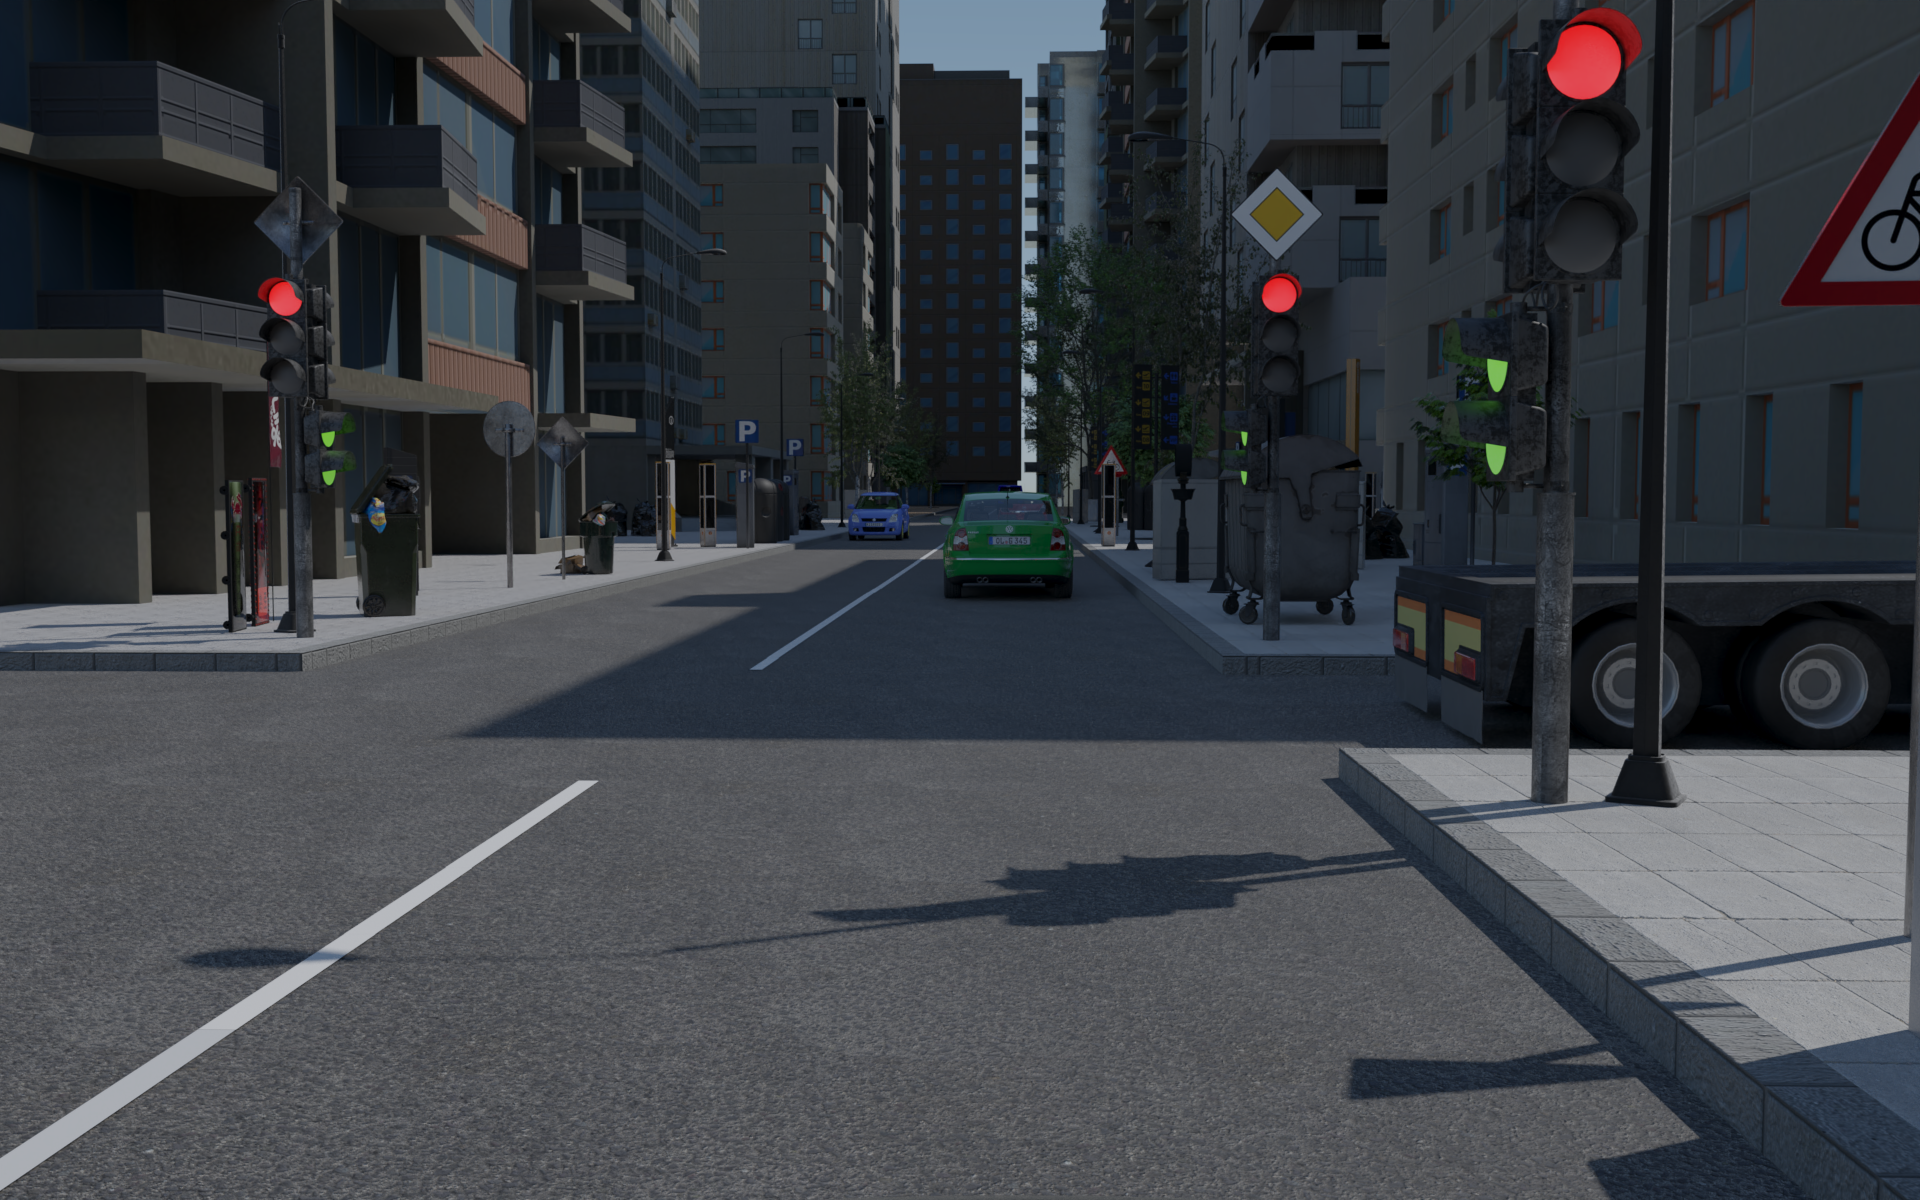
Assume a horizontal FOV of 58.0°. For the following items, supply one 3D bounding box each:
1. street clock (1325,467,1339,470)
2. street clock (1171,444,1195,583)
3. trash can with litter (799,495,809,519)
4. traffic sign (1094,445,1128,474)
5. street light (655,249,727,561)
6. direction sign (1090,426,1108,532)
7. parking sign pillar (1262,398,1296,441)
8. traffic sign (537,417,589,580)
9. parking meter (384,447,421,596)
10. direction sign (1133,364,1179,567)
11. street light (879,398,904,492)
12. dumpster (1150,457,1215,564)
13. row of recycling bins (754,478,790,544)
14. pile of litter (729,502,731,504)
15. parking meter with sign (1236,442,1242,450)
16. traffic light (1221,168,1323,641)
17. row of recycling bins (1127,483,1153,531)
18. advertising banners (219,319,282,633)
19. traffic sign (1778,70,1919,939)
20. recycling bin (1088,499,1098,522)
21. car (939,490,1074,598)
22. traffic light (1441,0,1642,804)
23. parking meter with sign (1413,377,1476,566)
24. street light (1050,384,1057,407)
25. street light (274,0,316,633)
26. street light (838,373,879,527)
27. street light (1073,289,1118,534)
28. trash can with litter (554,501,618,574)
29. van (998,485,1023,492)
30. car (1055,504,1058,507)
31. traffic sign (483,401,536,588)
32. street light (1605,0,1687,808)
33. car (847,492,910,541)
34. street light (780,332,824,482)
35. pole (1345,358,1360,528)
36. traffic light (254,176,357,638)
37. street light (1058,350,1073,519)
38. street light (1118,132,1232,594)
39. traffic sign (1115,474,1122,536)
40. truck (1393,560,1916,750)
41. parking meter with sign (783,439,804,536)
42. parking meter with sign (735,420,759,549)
[{"bbox_3d":[9.853,-2.537,46.044,0.471,2.002,0.358,-2,4,-28],"label":"street clock"},{"bbox_3d":[3.222,-1.252,25.034,0.358,2.002,0.471,0,4,4],"label":"street clock"},{"bbox_3d":[-8.228,-4.642,86.949,2.233,1.210,1.678,-1,4,-20],"label":"trash can with litter"},{"bbox_3d":[4.026,-2.825,46.188,0.884,2.594,0.081,0,4,4],"label":"traffic sign"},{"bbox_3d":[-5.119,-3.696,32.973,1.470,5.913,1.316,0,4,2],"label":"street light"},{"bbox_3d":[4.676,-4.053,58.266,0.876,3.537,0.379,-3,5,-44],"label":"direction sign"},{"bbox_3d":[7.557,-3.248,41.569,1.447,3.967,1.447,-1,4,-15],"label":"parking sign pillar"},{"bbox_3d":[-5.936,-1.511,25.892,0.795,2.450,0.064,0,4,4],"label":"traffic sign"},{"bbox_3d":[-7.023,-0.986,21.828,0.399,1.863,0.255,-2,4,-31],"label":"parking meter"},{"bbox_3d":[3.440,-2.349,30.402,0.876,3.537,0.379,-1,4,-20],"label":"direction sign"},{"bbox_3d":[-3.383,-6.803,83.774,1.470,5.913,1.316,0,4,2],"label":"street light"},{"bbox_3d":[3.782,-1.372,28.187,1.264,1.857,1.865,0,4,2],"label":"dumpster"},{"bbox_3d":[-5.214,-2.408,46.477,1.069,1.692,3.534,0,4,2],"label":"row of recycling bins"},{"bbox_3d":[-12.105,-4.589,89.000,1.176,0.858,1.719,0,4,-4],"label":"pile of litter"},{"bbox_3d":[10.109,-3.766,57.843,1.738,3.016,0.543,0,4,-4],"label":"parking meter with sign"},{"bbox_3d":[2.716,-1.601,15.099,0.839,4.253,0.868,0,4,2],"label":"traffic light"},{"bbox_3d":[7.323,-3.289,60.896,3.534,1.692,1.069,3,5,44],"label":"row of recycling bins"},{"bbox_3d":[-6.852,-1.264,16.851,0.090,3.025,2.074,0,4,-7],"label":"advertising banners"},{"bbox_3d":[2.767,-0.302,4.938,0.884,2.594,0.081,0,4,5],"label":"traffic sign"},{"bbox_3d":[6.470,-4.204,81.290,0.722,1.027,0.722,-2,4,-35],"label":"recycling bin"},{"bbox_3d":[0.667,-1.001,25.160,1.959,1.807,4.718,0,4,0],"label":"car"},{"bbox_3d":[2.443,-1.113,7.119,0.839,4.253,0.868,0,4,2],"label":"traffic light"},{"bbox_3d":[7.344,-1.823,26.066,0.543,3.016,1.738,-1,4,-10],"label":"parking meter with sign"},{"bbox_3d":[4.589,-6.165,73.332,1.470,5.913,1.316,0,4,2],"label":"street light"},{"bbox_3d":[-5.653,-2.653,15.923,1.470,5.913,1.316,0,4,2],"label":"street light"},{"bbox_3d":[-4.008,-5.749,66.534,1.470,5.913,1.316,0,4,2],"label":"street light"},{"bbox_3d":[3.384,-4.082,39.283,1.470,5.913,1.316,0,4,2],"label":"street light"},{"bbox_3d":[-6.018,-1.001,27.751,1.055,1.170,0.624,1,4,22],"label":"trash can with litter"},{"bbox_3d":[3.478,-7.109,120.609,2.240,2.365,5.245,0,4,1],"label":"van"},{"bbox_3d":[2.270,-3.090,59.559,2.155,1.783,4.494,0,4,4],"label":"car"},{"bbox_3d":[-6.163,-1.440,23.656,0.768,2.556,0.104,1,4,10],"label":"traffic sign"},{"bbox_3d":[2.334,-2.114,7.104,1.470,5.913,1.316,0,4,2],"label":"street light"},{"bbox_3d":[-2.533,-2.746,54.488,1.945,1.707,3.694,0,4,3],"label":"car"},{"bbox_3d":[-4.586,-4.723,49.761,1.470,5.913,1.316,0,4,2],"label":"street light"},{"bbox_3d":[5.930,-1.979,26.199,0.158,3.312,0.155,0,3,0],"label":"pole"},{"bbox_3d":[-5.841,-1.618,15.375,0.839,4.253,0.868,0,4,2],"label":"traffic light"},{"bbox_3d":[4.003,-5.108,56.055,1.470,5.913,1.316,0,4,2],"label":"street light"},{"bbox_3d":[2.850,-3.047,22.363,1.470,5.913,1.316,0,4,2],"label":"street light"},{"bbox_3d":[4.784,-3.212,52.621,0.768,2.556,0.104,0,4,4],"label":"traffic sign"},{"bbox_3d":[12.279,-1.248,10.163,18.799,4.110,2.967,0,4,3],"label":"truck"},{"bbox_3d":[-5.321,-3.522,53.846,0.543,3.016,1.738,1,4,9],"label":"parking meter with sign"},{"bbox_3d":[-5.131,-2.764,41.457,0.543,3.016,1.738,-1,4,-10],"label":"parking meter with sign"}]
